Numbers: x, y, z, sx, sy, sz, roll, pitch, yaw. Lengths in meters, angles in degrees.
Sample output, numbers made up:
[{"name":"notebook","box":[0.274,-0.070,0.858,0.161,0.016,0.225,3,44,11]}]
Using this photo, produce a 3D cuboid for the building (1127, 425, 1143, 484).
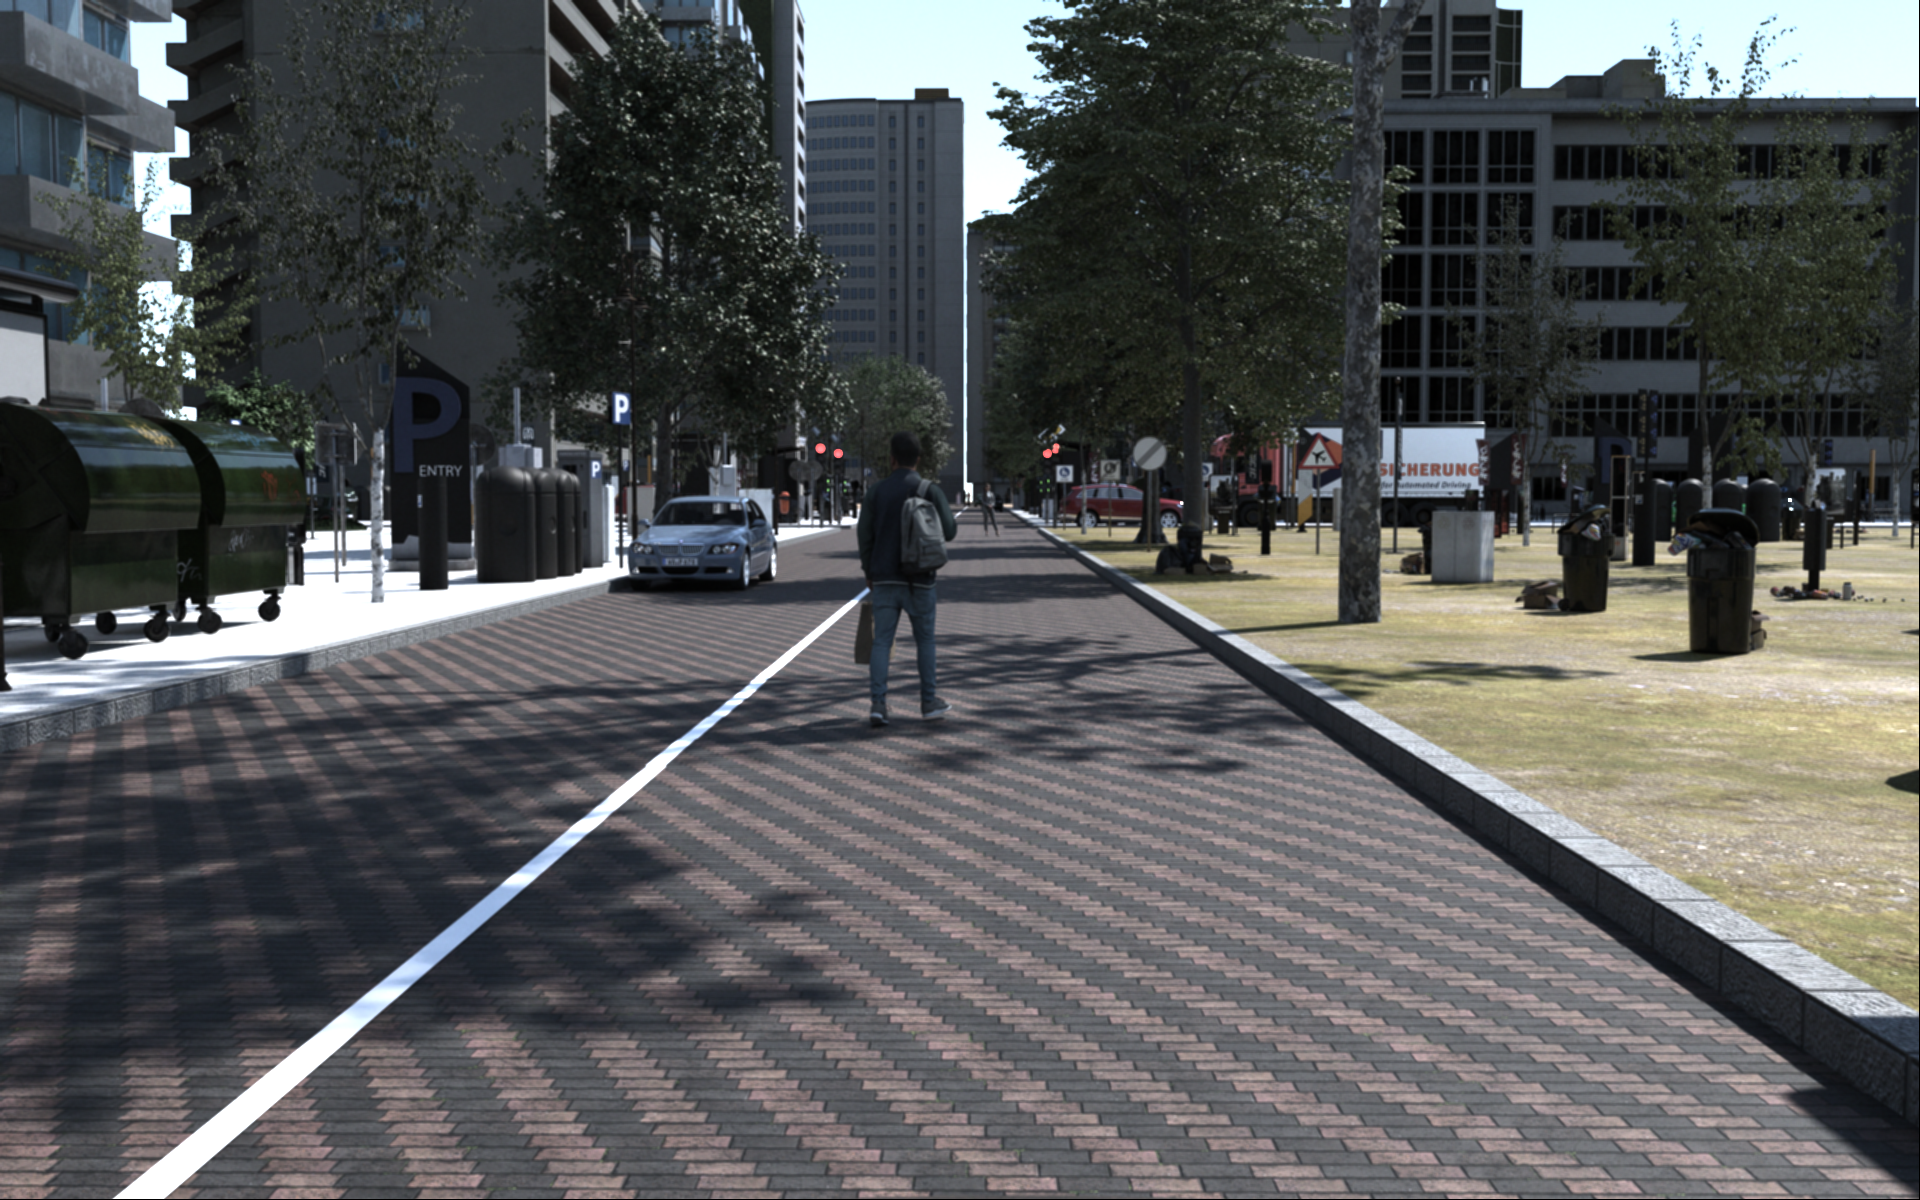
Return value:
[{"name":"building","box":[33.826,-21.385,194.686,27.650,21.520,28.899,0,4,1]}]

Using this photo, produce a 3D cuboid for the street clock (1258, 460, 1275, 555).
[{"name":"street clock","box":[6.479,-1.963,36.661,0.358,2.002,0.471,1,4,8]}]

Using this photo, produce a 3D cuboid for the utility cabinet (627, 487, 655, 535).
[{"name":"utility cabinet","box":[-9.676,-2.711,53.007,1.173,1.500,0.318,3,4,37]}]

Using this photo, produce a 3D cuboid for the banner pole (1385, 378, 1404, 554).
[{"name":"banner pole","box":[9.492,-2.905,37.512,0.401,3.779,0.863,2,4,24]}]

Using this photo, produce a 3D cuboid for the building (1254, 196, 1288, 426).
[{"name":"building","box":[25.285,-16.524,111.971,13.314,21.916,24.055,0,4,1]}]

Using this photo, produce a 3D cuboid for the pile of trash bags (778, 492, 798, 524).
[{"name":"pile of trash bags","box":[-7.858,-3.966,74.603,1.912,1.369,3.447,-1,4,-19]}]

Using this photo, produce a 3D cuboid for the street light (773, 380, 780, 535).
[{"name":"street light","box":[-5.715,-4.950,53.722,0.468,5.910,1.993,0,4,1]}]

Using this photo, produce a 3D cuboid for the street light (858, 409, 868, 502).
[{"name":"street light","box":[-5.305,-7.443,94.488,0.468,5.910,1.993,0,4,1]}]

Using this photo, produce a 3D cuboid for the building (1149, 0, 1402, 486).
[{"name":"building","box":[29.611,-33.264,167.570,21.300,48.544,21.600,0,4,1]}]

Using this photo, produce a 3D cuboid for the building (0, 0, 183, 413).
[{"name":"building","box":[-35.364,-25.528,36.990,30.456,49.044,23.786,0,4,1]}]

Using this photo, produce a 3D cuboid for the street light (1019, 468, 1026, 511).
[{"name":"street light","box":[4.766,-9.390,126.316,0.468,5.910,1.993,0,4,1]}]

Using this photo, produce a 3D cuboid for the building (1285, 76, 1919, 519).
[{"name":"building","box":[33.555,-16.709,92.262,30.058,24.678,14.314,0,4,1]}]

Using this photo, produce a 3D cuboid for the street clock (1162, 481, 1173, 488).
[{"name":"street clock","box":[11.646,-5.695,97.677,0.471,2.002,0.358,-2,4,-27]}]

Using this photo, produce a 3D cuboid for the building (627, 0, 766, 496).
[{"name":"building","box":[-30.496,-33.256,163.349,23.786,49.044,30.456,0,4,1]}]

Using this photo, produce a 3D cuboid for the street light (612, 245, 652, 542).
[{"name":"street light","box":[-6.110,-3.646,32.405,0.468,5.910,1.993,0,4,1]}]

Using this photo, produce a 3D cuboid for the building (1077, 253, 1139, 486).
[{"name":"building","box":[26.966,-34.773,260.414,23.993,40.220,32.217,0,4,1]}]

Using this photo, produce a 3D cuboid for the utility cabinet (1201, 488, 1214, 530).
[{"name":"utility cabinet","box":[8.647,-3.182,60.711,0.318,1.500,1.173,0,4,-1]}]

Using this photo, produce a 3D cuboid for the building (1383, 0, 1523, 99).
[{"name":"building","box":[70.790,-49.841,253.145,20.611,71.187,20.563,0,4,1]}]

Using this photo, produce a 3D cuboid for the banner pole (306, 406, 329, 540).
[{"name":"banner pole","box":[-18.106,-3.597,48.827,0.863,3.779,0.401,1,4,20]}]

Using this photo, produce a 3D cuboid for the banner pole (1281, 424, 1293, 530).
[{"name":"banner pole","box":[11.808,-4.407,62.063,0.401,3.779,0.863,2,4,26]}]

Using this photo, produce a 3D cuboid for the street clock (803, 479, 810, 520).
[{"name":"street clock","box":[-7.513,-4.904,84.757,0.358,2.002,0.471,0,4,-2]}]

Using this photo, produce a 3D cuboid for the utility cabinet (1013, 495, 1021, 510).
[{"name":"utility cabinet","box":[4.881,-8.074,143.174,1.020,1.237,0.306,2,4,33]}]

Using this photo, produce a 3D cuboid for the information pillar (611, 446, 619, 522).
[{"name":"information pillar","box":[-15.698,-5.352,78.855,0.504,3.616,0.183,3,4,36]}]

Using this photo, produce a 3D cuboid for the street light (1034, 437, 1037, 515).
[{"name":"street light","box":[4.552,-8.080,104.901,0.468,5.910,1.993,0,4,1]}]

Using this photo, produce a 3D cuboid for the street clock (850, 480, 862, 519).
[{"name":"street clock","box":[-5.504,-5.264,90.639,0.358,2.002,0.471,3,4,37]}]

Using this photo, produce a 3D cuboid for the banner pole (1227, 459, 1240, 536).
[{"name":"banner pole","box":[8.286,-3.826,52.576,0.401,3.779,0.863,1,4,17]}]

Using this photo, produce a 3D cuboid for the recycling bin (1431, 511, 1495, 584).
[{"name":"recycling bin","box":[7.333,-0.777,25.254,0.722,1.027,0.722,2,4,33]}]

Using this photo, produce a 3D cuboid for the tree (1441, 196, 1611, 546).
[{"name":"tree","box":[13.966,-5.636,42.516,4.360,8.622,3.978,0,3,0]}]

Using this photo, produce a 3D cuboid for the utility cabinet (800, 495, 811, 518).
[{"name":"utility cabinet","box":[-8.542,-5.074,94.125,1.020,1.237,0.306,1,4,21]}]

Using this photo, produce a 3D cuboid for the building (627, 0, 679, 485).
[{"name":"building","box":[-34.704,-26.871,131.227,32.217,40.220,23.993,0,4,1]}]

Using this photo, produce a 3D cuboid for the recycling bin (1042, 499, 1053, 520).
[{"name":"recycling bin","box":[4.432,-4.460,85.471,0.722,1.027,0.722,0,4,-3]}]

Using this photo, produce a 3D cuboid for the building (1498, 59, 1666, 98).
[{"name":"building","box":[69.942,-35.127,198.032,21.600,48.544,21.300,0,4,1]}]

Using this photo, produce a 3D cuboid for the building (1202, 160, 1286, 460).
[{"name":"building","box":[26.278,-21.292,135.518,14.401,28.519,23.554,0,4,1]}]

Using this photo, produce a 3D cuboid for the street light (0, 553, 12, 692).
[{"name":"street light","box":[-6.285,-2.344,11.114,0.468,5.910,1.993,0,4,1]}]

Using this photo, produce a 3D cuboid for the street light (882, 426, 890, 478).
[{"name":"street light","box":[-4.954,-8.739,115.674,0.468,5.910,1.993,0,4,1]}]

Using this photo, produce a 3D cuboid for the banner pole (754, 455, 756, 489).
[{"name":"banner pole","box":[-10.484,-6.139,90.396,0.863,3.779,0.401,0,4,-1]}]

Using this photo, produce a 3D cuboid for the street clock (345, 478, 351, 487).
[{"name":"street clock","box":[-28.465,-4.631,80.280,0.471,2.002,0.358,1,4,15]}]

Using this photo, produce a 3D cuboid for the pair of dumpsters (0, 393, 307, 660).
[{"name":"pair of dumpsters","box":[-7.385,-0.787,15.366,1.574,2.255,4.437,0,4,1]}]

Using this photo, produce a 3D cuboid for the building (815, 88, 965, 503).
[{"name":"building","box":[-13.392,-43.578,254.499,28.212,58.520,21.231,0,4,1]}]

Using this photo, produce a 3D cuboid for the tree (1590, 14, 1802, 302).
[{"name":"tree","box":[12.007,-4.693,27.093,4.737,8.622,4.395,0,3,0]}]

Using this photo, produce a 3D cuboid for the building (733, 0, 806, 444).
[{"name":"building","box":[-32.141,-40.177,198.887,28.212,58.520,21.231,0,4,1]}]

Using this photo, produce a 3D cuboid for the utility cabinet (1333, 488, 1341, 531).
[{"name":"utility cabinet","box":[13.469,-3.127,59.804,1.173,1.500,0.318,-1,4,-15]}]

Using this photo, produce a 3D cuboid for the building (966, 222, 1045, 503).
[{"name":"building","box":[7.825,-34.804,252.637,14.086,41.232,14.154,0,4,1]}]

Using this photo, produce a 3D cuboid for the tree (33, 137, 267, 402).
[{"name":"tree","box":[-17.266,-5.277,36.641,4.737,8.622,4.395,0,3,0]}]

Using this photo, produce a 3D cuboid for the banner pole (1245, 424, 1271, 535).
[{"name":"banner pole","box":[9.264,-3.907,53.895,0.863,3.779,0.401,2,4,25]}]

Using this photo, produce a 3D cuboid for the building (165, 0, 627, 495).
[{"name":"building","box":[-31.770,-29.092,99.357,21.300,48.544,21.600,0,4,1]}]

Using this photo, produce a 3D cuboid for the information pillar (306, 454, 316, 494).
[{"name":"information pillar","box":[-32.487,-5.837,86.790,0.183,3.616,0.504,3,5,42]}]

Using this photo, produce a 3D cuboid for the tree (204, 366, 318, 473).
[{"name":"tree","box":[-18.057,-3.728,44.663,4.285,4.588,4.351,0,3,0]}]

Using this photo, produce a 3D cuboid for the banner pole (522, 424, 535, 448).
[{"name":"banner pole","box":[-13.604,-3.921,54.132,0.401,3.779,0.863,3,5,41]}]

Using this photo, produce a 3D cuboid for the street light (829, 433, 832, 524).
[{"name":"street light","box":[-5.480,-6.133,73.065,0.468,5.910,1.993,0,4,1]}]

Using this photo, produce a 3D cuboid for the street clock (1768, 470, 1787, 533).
[{"name":"street clock","box":[24.121,-2.850,51.160,0.471,2.002,0.358,-1,4,-9]}]
